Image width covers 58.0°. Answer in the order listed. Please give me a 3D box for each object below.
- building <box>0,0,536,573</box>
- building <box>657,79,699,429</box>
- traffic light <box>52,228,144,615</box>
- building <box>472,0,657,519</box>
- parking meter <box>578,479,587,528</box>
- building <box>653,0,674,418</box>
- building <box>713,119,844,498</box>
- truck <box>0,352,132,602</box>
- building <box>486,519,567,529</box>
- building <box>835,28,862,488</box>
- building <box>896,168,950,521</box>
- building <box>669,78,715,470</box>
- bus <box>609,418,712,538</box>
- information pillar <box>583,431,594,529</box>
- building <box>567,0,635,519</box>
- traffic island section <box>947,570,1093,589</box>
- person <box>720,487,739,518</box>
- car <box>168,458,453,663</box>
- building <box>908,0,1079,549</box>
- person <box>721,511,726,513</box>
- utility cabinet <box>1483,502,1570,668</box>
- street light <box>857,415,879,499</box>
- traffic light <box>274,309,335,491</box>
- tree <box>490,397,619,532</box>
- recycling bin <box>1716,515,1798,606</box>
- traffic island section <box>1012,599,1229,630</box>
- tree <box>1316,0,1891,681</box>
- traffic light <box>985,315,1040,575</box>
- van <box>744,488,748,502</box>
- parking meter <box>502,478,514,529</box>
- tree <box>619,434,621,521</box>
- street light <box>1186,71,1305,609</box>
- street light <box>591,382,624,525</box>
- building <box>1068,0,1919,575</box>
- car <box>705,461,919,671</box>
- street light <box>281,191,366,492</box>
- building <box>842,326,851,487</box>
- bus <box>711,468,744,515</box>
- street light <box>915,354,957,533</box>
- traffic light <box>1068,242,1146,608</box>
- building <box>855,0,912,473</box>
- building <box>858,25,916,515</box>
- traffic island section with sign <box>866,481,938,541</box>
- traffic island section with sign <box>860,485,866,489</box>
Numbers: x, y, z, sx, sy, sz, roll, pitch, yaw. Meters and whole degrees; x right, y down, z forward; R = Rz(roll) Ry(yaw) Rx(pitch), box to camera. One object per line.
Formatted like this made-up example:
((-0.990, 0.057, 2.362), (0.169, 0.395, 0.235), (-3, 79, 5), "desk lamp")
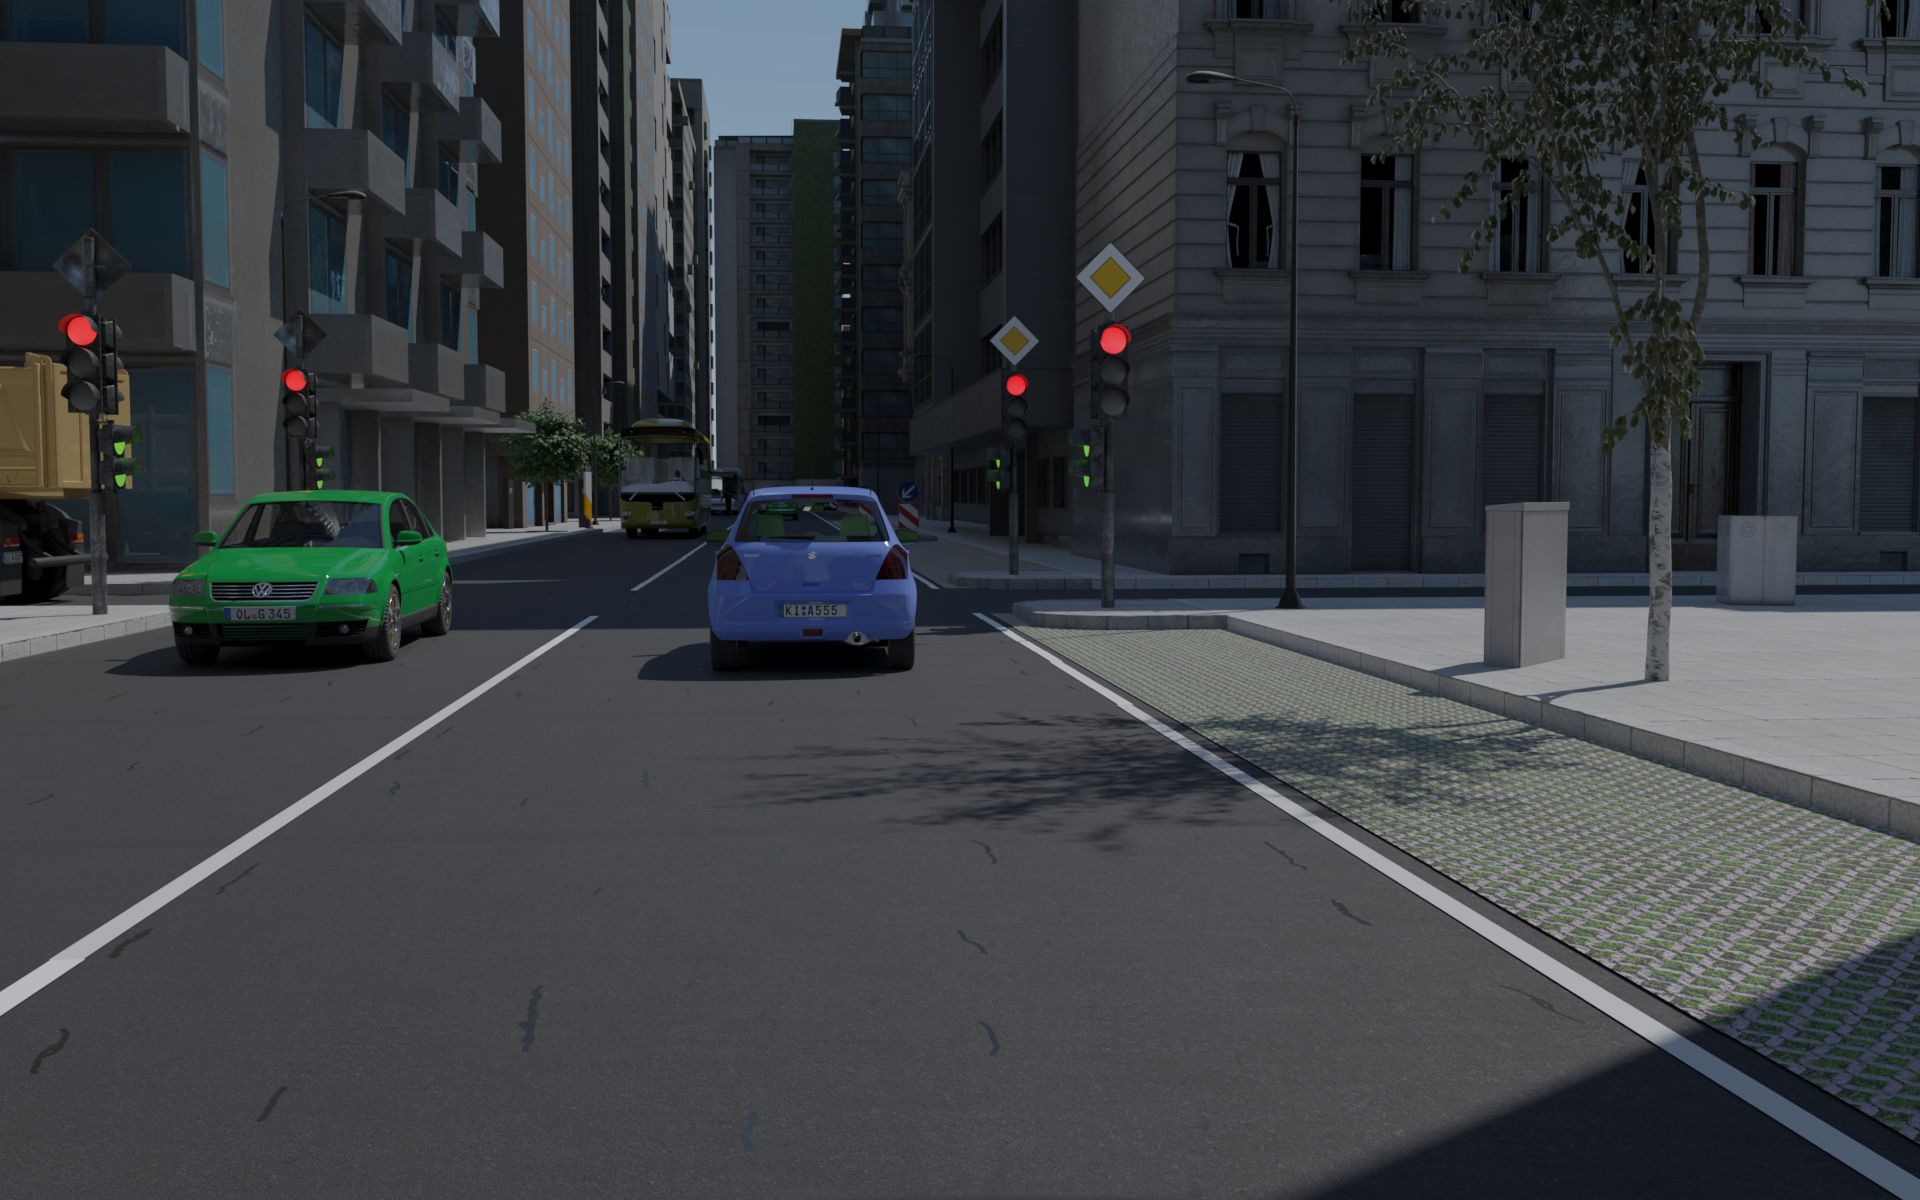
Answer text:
((-23.073, -25.624, 38.554), (23.786, 49.044, 30.456), (0, 4, -6), "building")
((-36.465, -28.588, 159.301), (23.993, 40.220, 32.217), (0, 4, -6), "building")
((-9.149, -1.800, 18.346), (0.839, 4.253, 0.868), (0, 4, -6), "traffic light")
((-26.317, -27.928, 106.739), (14.600, 45.320, 14.200), (0, 4, -6), "building")
((-14.366, -3.698, 66.181), (0.399, 1.863, 0.255), (-2, 4, -24), "parking meter")
((-35.249, -32.861, 126.513), (28.713, 52.752, 27.495), (0, 4, -6), "building")
((-20.054, -31.084, 191.809), (14.086, 41.232, 14.154), (0, 4, -6), "building")
((-16.001, -1.593, 21.966), (9.791, 3.379, 3.469), (0, 4, -4), "truck")
((-23.457, -25.624, 69.059), (14.600, 45.320, 14.200), (0, 4, -6), "building")
((-0.548, -31.162, 164.117), (22.147, 44.769, 28.867), (0, 4, -6), "building")
((4.189, -16.295, 85.503), (14.460, 24.649, 34.723), (0, 4, -6), "building")
((-38.735, -34.841, 193.356), (21.600, 48.544, 21.300), (0, 4, -6), "building")
((-10.087, -4.181, 59.909), (2.896, 3.916, 12.252), (0, 4, -6), "bus")
((-13.834, -4.465, 64.349), (0.183, 3.616, 0.504), (1, 4, 14), "information pillar")
((-24.990, -19.565, 91.584), (14.160, 30.474, 14.107), (0, 4, -6), "building")
((0.876, -0.321, 27.532), (2.009, 0.180, 2.903), (0, 4, -6), "traffic island section")
((-13.907, -5.872, 104.140), (0.705, 1.869, 1.348), (3, 5, 45), "person")
((-5.911, -0.449, 16.145), (1.959, 1.807, 4.718), (0, 4, -8), "car")
((6.561, -14.323, 53.246), (14.314, 24.678, 30.058), (0, 4, -6), "building")
((-17.891, -7.487, 130.896), (0.705, 1.826, 1.348), (1, 4, 15), "person")
((4.311, -0.124, 13.197), (0.306, 1.237, 1.020), (3, 4, 37), "utility cabinet")
((-5.350, -7.899, 101.687), (1.470, 5.913, 1.316), (0, 4, -6), "street light")
((-9.968, -2.286, 26.289), (0.839, 4.253, 0.868), (0, 4, -6), "traffic light")
((-14.109, -4.584, 58.664), (4.285, 4.588, 4.351), (0, 3, 0), "tree")
((9.302, -0.470, 20.241), (0.722, 1.027, 0.722), (1, 4, 12), "recycling bin")
((1.694, 0.165, 19.588), (2.009, 0.180, 2.903), (0, 4, -6), "traffic island section")
((4.569, -3.751, 11.689), (4.360, 8.622, 3.978), (0, 3, 0), "tree")
((0.835, -2.354, 27.414), (0.839, 4.253, 0.868), (0, 4, -6), "traffic light")
((-20.499, -9.437, 158.670), (2.240, 2.365, 5.245), (0, 4, -7), "van")
((-16.530, -3.527, 63.375), (0.255, 1.863, 0.399), (1, 4, 18), "parking meter")
((-16.756, -6.055, 82.710), (4.285, 4.588, 4.351), (0, 3, 0), "tree")
((3.177, -2.857, 19.257), (1.470, 5.913, 1.316), (0, 4, -6), "street light")
((-14.566, -6.060, 71.622), (1.470, 5.913, 1.316), (0, 4, -6), "street light")
((11.695, -11.199, 32.254), (18.267, 20.994, 9.793), (0, 4, -6), "building")
((-1.310, -0.356, 15.414), (1.945, 1.707, 3.694), (0, 4, -5), "car")
((-9.808, -3.310, 26.663), (1.470, 5.913, 1.316), (0, 4, -6), "street light")
((0.894, -21.793, 201.347), (28.899, 21.520, 27.650), (0, 4, -6), "building")
((-16.635, -7.728, 121.207), (2.948, 3.499, 13.247), (0, 4, -5), "bus")
((-0.801, -5.193, 57.454), (1.470, 5.913, 1.316), (0, 4, -6), "street light")
((1.653, -1.868, 19.470), (0.839, 4.253, 0.868), (0, 4, -6), "traffic light")
((3.995, -31.491, 134.484), (23.786, 49.044, 30.456), (0, 4, -6), "building")
((0.385, -20.785, 111.542), (14.160, 30.474, 14.107), (0, 4, -6), "building")
((-1.741, -2.710, 52.944), (1.989, 1.847, 2.006), (0, 4, -6), "traffic island section with sign")
((-4.505, -4.353, 79.802), (1.989, 1.847, 2.006), (0, 4, -6), "traffic island section with sign")
